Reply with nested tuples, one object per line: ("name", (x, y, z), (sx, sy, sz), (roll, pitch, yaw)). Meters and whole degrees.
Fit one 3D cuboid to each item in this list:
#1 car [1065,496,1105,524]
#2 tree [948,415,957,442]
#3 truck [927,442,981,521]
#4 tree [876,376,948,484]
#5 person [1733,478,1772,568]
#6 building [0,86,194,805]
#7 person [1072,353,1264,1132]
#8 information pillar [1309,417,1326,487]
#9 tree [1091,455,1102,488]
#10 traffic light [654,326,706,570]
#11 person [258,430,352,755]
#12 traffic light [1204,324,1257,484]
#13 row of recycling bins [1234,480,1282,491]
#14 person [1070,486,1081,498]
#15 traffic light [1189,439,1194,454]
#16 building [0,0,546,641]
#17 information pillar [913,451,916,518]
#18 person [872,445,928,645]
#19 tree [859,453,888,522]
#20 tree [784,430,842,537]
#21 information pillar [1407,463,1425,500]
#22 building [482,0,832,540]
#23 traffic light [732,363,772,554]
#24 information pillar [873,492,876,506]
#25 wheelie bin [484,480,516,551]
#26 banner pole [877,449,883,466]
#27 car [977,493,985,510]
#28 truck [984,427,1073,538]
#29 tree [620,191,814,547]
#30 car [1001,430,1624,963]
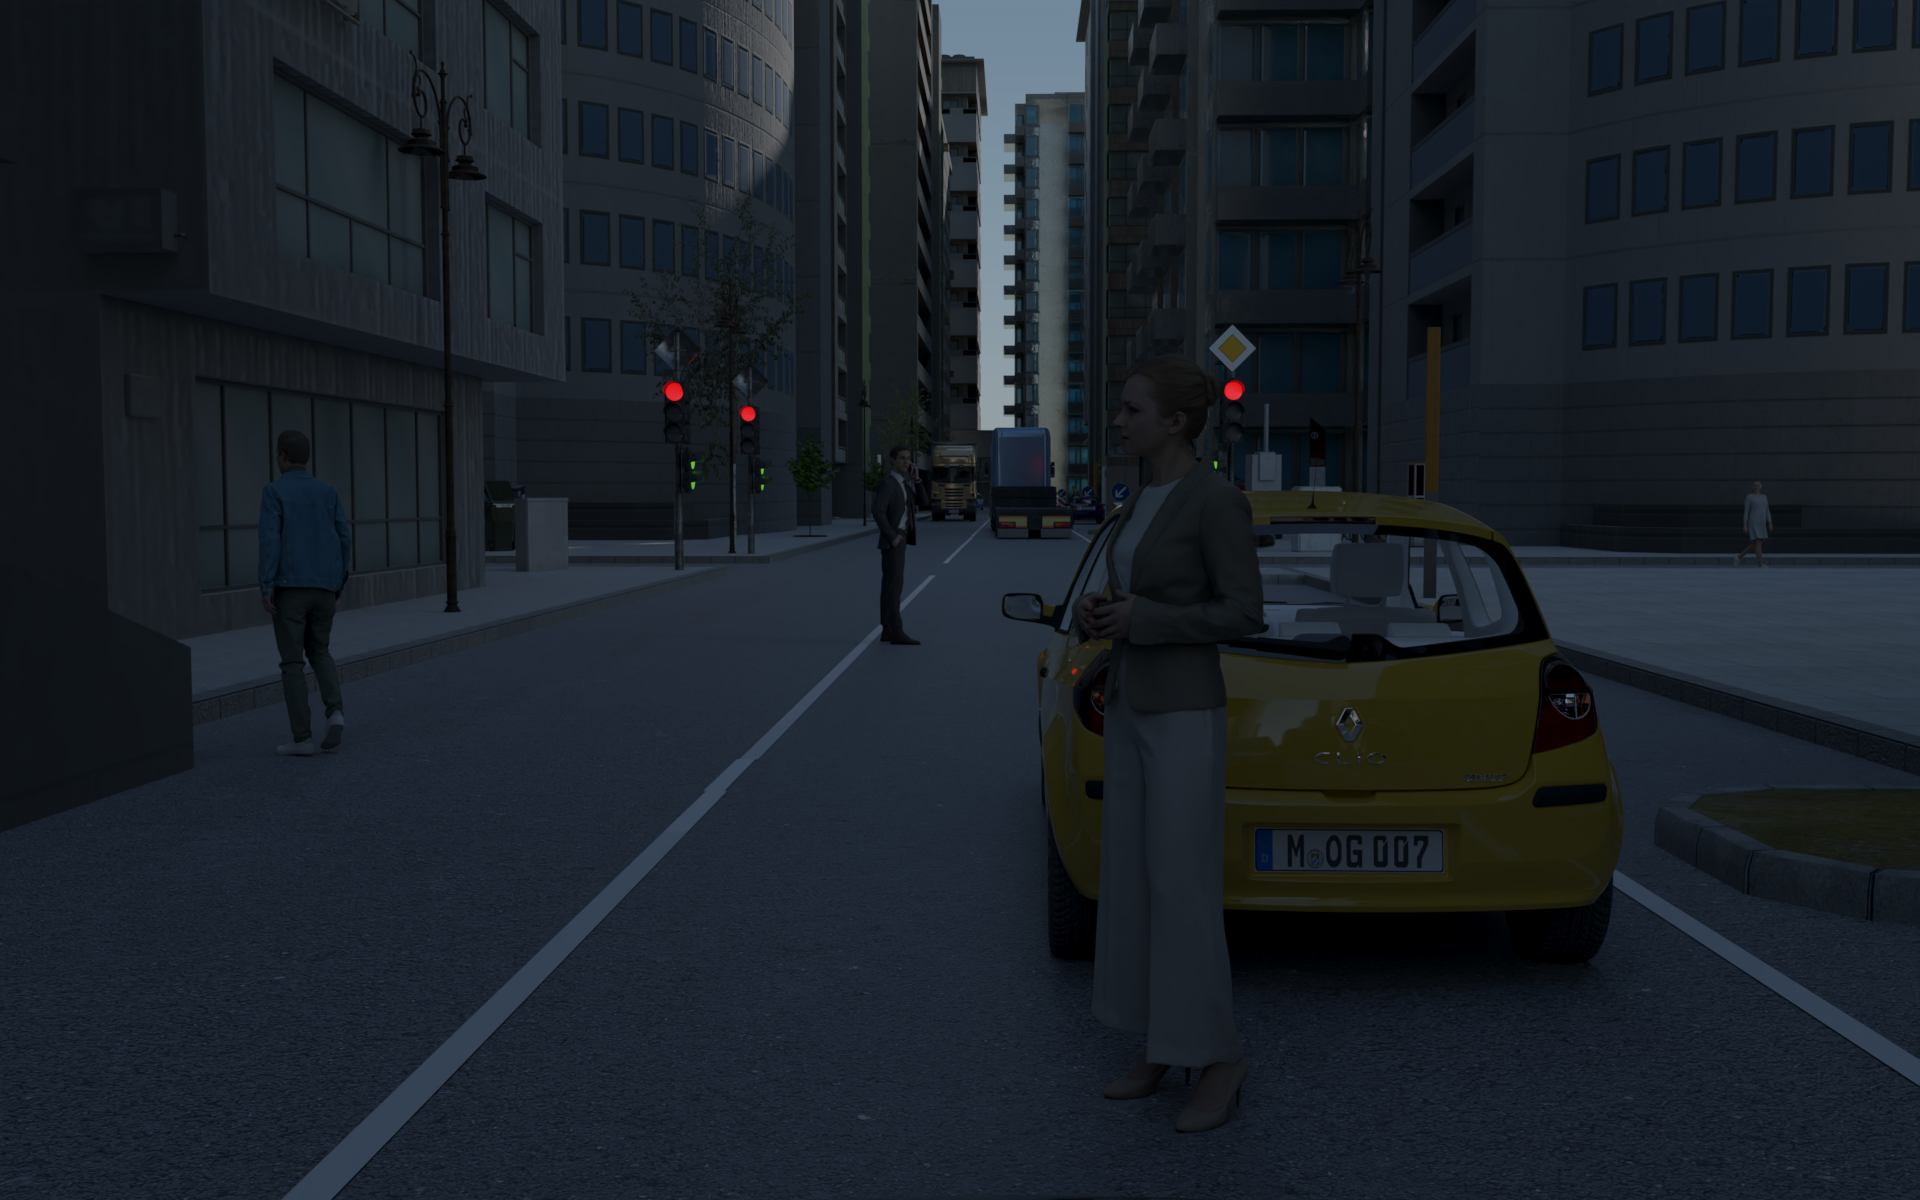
("car", (6.032, -4.321, 83.232), (1.945, 1.354, 3.894), (0, 4, 1))
("tree", (-1.814, -12.333, 152.012), (4.737, 8.622, 4.395), (0, 3, 0))
("truck", (-0.314, -6.467, 94.649), (2.839, 4.237, 11.283), (0, 3, 0))
("tree", (-3.333, -9.681, 108.649), (4.737, 8.622, 4.395), (0, 3, 0))
("person", (14.824, -1.413, 32.359), (0.466, 1.731, 0.760), (-3, 5, -44))
("building", (-20.325, -18.931, 1.409), (32.217, 40.220, 23.993), (0, 4, 2))
("person", (0.453, 0.304, 4.079), (0.362, 1.759, 0.519), (-2, 4, -25))
("information pillar", (10.834, -3.743, 52.556), (0.504, 3.616, 0.183), (2, 4, 23))
("tree", (10.429, -8.069, 115.640), (4.285, 4.588, 4.351), (0, 3, 0))
("traffic light", (-4.718, -2.456, 29.082), (0.839, 4.253, 0.868), (0, 4, 2))
("person", (-3.596, -0.041, 9.514), (0.444, 1.785, 0.601), (3, 5, 42))
("traffic light", (4.489, -2.440, 28.807), (0.839, 4.253, 0.868), (0, 4, 2))
("row of recycling bins", (8.346, -2.663, 50.656), (1.069, 1.692, 3.534), (-1, 4, -19))
("person", (6.050, -5.021, 90.400), (0.655, 1.846, 0.447), (3, 4, 38))
("traffic light", (4.743, -2.928, 36.788), (0.839, 4.253, 0.868), (0, 4, 2))
("building", (-12.644, -20.560, 19.748), (14.086, 41.232, 14.154), (0, 4, 2))
("information pillar", (-2.514, -6.281, 94.057), (0.183, 3.616, 0.504), (0, 4, 3))
("person", (-0.561, -0.541, 16.704), (0.474, 1.900, 0.648), (1, 4, 9))
("tree", (-3.777, -5.269, 80.744), (1.663, 3.219, 1.824), (0, 3, 0))
("tree", (-4.364, -3.504, 51.886), (1.663, 3.219, 1.824), (0, 3, 0))
("information pillar", (10.938, -2.266, 41.549), (0.304, 2.012, 0.304), (-1, 4, -22))
("building", (-16.388, -31.587, 58.448), (21.231, 58.520, 28.212), (0, 4, 2))
("traffic light", (-4.464, -2.945, 37.064), (0.839, 4.253, 0.868), (0, 4, 2))
("information pillar", (-4.380, -5.285, 90.902), (0.304, 2.012, 0.304), (-1, 4, -19))
("wheelie bin", (-10.442, -1.898, 38.937), (0.693, 1.594, 0.980), (3, 5, 44))
("banner pole", (-4.441, -6.518, 96.584), (0.401, 3.779, 0.863), (-2, 4, -28))
("car", (1.209, -8.768, 152.941), (1.945, 1.707, 3.694), (0, 4, 1))
("truck", (2.423, -4.545, 64.064), (2.967, 4.110, 18.799), (0, 4, 0))
("tree", (-5.696, -5.571, 41.446), (4.360, 8.622, 3.978), (0, 3, 0))
("car", (1.161, 0.212, 6.751), (2.015, 1.641, 3.980), (0, 4, 2))
